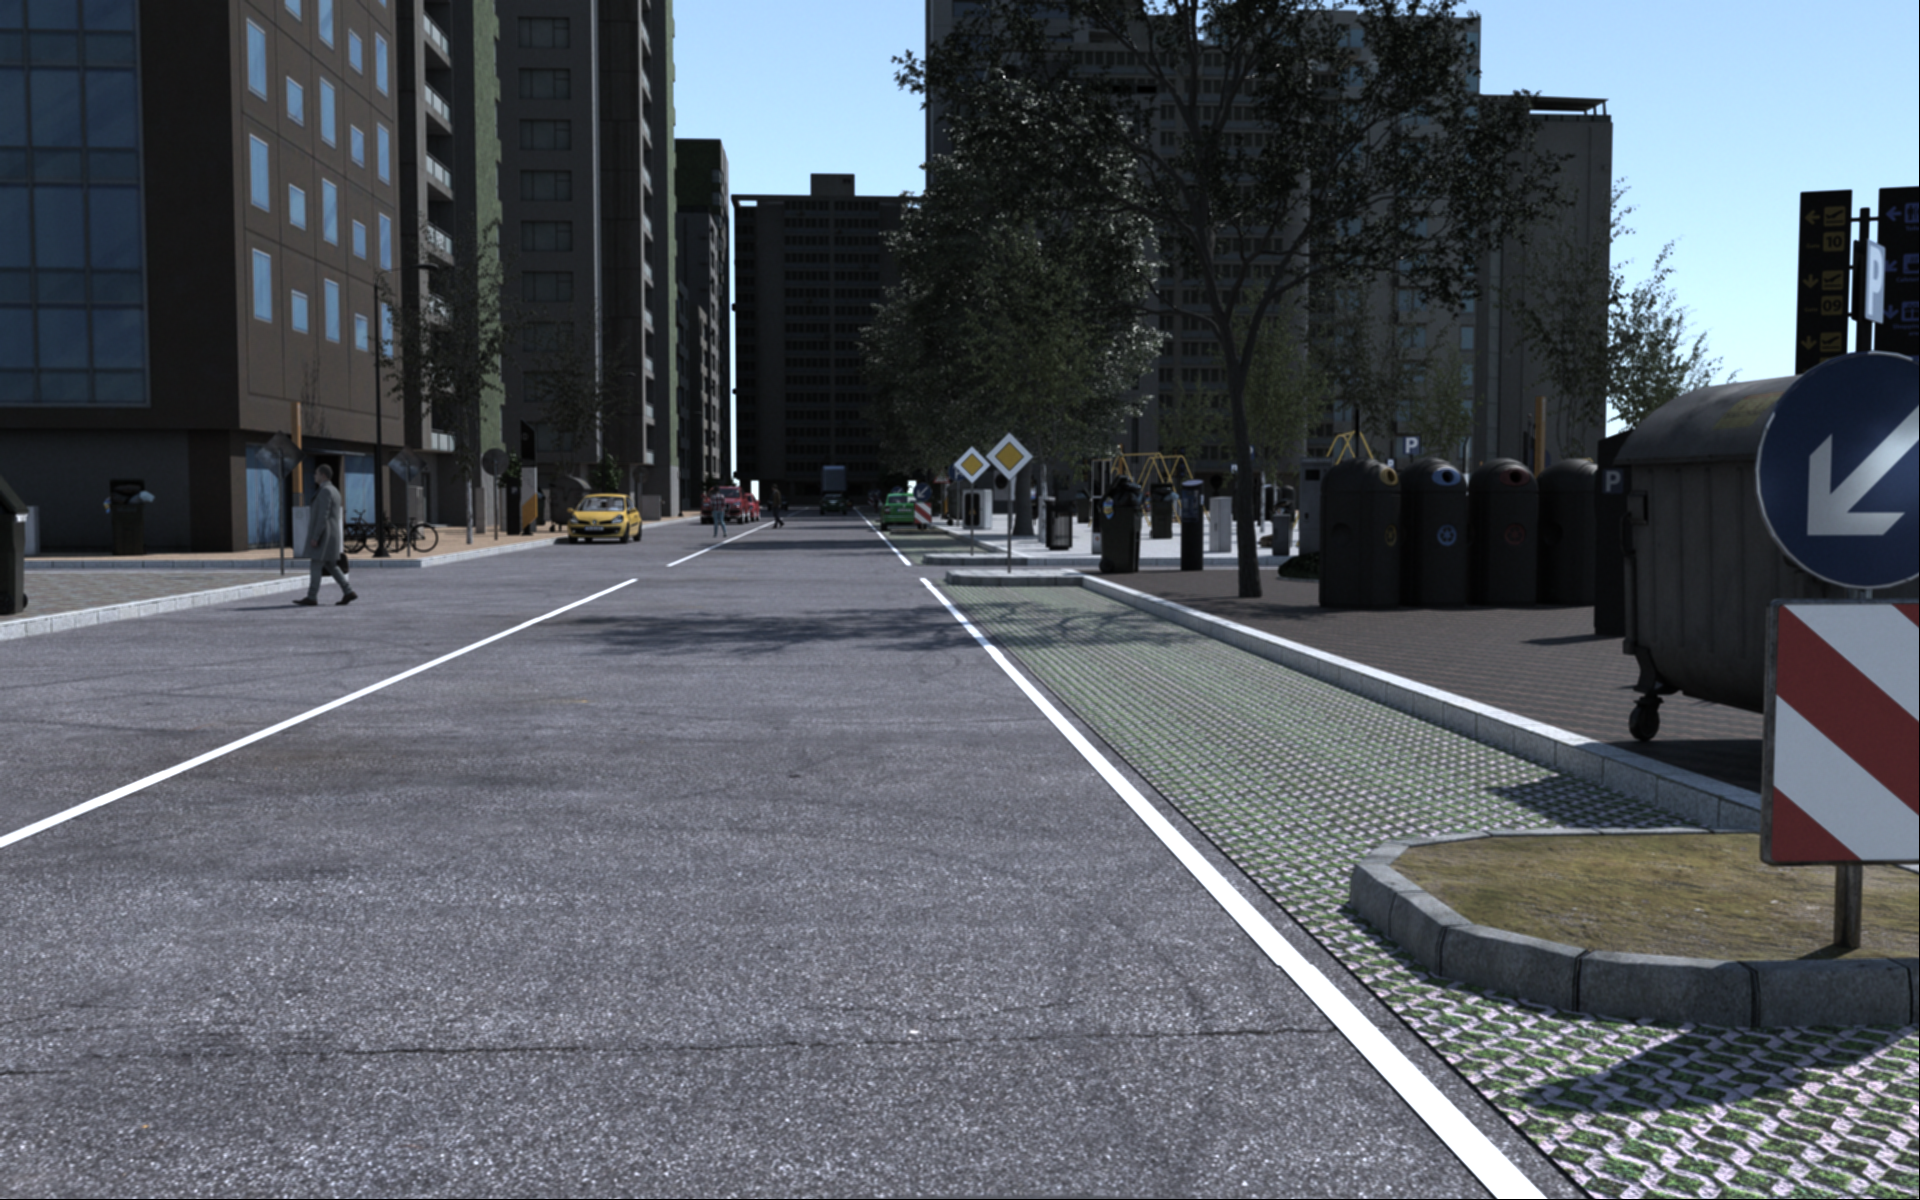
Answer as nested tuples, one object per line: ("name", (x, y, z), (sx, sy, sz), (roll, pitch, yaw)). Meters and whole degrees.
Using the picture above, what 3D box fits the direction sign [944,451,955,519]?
("direction sign", (-0.551, -6.019, 90.403), (0.379, 3.537, 0.876), (-3, 5, -41))

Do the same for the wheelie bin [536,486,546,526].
("wheelie bin", (-17.276, -3.822, 70.392), (0.980, 1.594, 0.693), (2, 4, 34))

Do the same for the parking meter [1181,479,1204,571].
("parking meter", (3.901, -1.265, 29.089), (0.372, 1.533, 0.369), (0, 3, 0))

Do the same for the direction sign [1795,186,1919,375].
("direction sign", (6.715, -1.281, 12.949), (0.876, 3.537, 0.379), (1, 4, 18))

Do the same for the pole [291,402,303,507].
("pole", (-14.758, -2.735, 38.566), (0.158, 3.312, 0.155), (0, 3, 0))

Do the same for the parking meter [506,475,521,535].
("parking meter", (-13.991, -2.970, 54.275), (0.399, 1.863, 0.255), (-3, 4, -37))

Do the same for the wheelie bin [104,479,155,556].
("wheelie bin", (-17.338, -1.728, 36.164), (0.980, 1.594, 0.693), (-2, 4, -23))

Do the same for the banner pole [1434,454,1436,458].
("banner pole", (29.473, -7.242, 108.423), (0.863, 3.779, 0.401), (2, 4, 26))

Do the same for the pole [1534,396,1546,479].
("pole", (12.118, -2.592, 36.223), (0.158, 3.312, 0.155), (0, 3, 0))

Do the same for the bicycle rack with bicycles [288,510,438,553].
("bicycle rack with bicycles", (-13.029, -1.525, 38.311), (2.925, 0.926, 2.852), (0, 4, -4))

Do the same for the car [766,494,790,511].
("car", (-15.581, -8.457, 148.050), (2.009, 1.686, 4.222), (0, 4, -6))

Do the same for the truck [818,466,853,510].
("truck", (-11.348, -10.309, 158.309), (2.967, 4.110, 18.799), (0, 4, -6))

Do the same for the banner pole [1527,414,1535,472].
("banner pole", (18.000, -3.931, 54.291), (0.401, 3.779, 0.863), (-2, 4, -31))

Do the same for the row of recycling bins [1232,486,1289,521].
("row of recycling bins", (14.701, -4.670, 83.471), (3.534, 1.692, 1.069), (-2, 4, -29))

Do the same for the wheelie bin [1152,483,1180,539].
("wheelie bin", (5.834, -2.566, 49.869), (0.980, 1.594, 0.693), (0, 4, 3))

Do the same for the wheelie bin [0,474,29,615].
("wheelie bin", (-10.381, -0.647, 18.489), (0.693, 1.594, 0.980), (-1, 4, -17))

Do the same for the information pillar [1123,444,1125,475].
("information pillar", (7.597, -5.460, 80.631), (0.183, 3.616, 0.504), (0, 4, -3))

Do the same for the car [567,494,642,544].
("car", (-10.495, -2.508, 51.235), (2.015, 1.641, 3.980), (0, 4, -2))

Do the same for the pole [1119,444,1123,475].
("pole", (6.486, -4.654, 69.933), (0.158, 3.312, 0.155), (0, 3, 0))

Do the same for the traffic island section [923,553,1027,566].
("traffic island section", (0.270, -0.842, 36.043), (2.009, 0.180, 2.903), (0, 4, -4))

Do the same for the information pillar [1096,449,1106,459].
("information pillar", (6.840, -5.674, 84.122), (0.504, 3.616, 0.183), (-1, 4, -12))

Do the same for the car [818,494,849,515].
("car", (-8.757, -6.619, 120.024), (2.131, 1.459, 4.920), (0, 4, -3))

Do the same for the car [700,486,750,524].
("car", (-11.307, -4.582, 83.596), (2.281, 1.827, 5.304), (0, 4, -2))

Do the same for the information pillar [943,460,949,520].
("information pillar", (-0.656, -5.814, 86.420), (0.183, 3.616, 0.504), (-1, 4, -20))

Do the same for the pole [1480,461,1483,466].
("pole", (32.374, -6.962, 107.671), (0.158, 3.312, 0.155), (0, 3, 0))

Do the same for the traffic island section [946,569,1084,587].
("traffic island section", (0.818, -0.354, 28.077), (2.009, 0.180, 2.903), (0, 4, -4))

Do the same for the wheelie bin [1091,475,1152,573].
("wheelie bin", (2.647, -1.247, 28.294), (0.693, 1.594, 0.980), (1, 4, 19))

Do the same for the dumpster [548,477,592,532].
("dumpster", (-13.339, -3.268, 59.188), (1.264, 1.857, 1.865), (0, 4, -4))

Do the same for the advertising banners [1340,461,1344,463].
("advertising banners", (20.375, -5.772, 90.568), (0.090, 3.025, 2.074), (-1, 4, -18))

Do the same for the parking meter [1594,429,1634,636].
("parking meter", (5.998, -0.614, 15.754), (0.255, 1.863, 0.399), (-2, 4, -31))

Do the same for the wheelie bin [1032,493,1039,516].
("wheelie bin", (4.278, -5.669, 100.598), (0.693, 1.594, 0.980), (0, 4, -4))

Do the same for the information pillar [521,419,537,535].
("information pillar", (-13.371, -3.812, 53.682), (0.504, 3.616, 0.183), (1, 4, 12))

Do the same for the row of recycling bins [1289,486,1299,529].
("row of recycling bins", (13.692, -3.356, 61.978), (3.534, 1.692, 1.069), (-1, 4, -21))

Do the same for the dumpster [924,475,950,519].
("dumpster", (-1.262, -5.278, 88.790), (1.502, 2.255, 1.985), (0, 4, -4))

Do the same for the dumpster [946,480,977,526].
("dumpster", (0.098, -3.982, 70.860), (1.264, 1.857, 1.865), (0, 4, -4))

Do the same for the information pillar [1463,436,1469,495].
("information pillar", (20.457, -4.813, 70.052), (0.183, 3.616, 0.504), (2, 4, 34))

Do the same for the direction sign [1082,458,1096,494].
("direction sign", (8.027, -7.068, 107.565), (0.876, 3.537, 0.379), (1, 4, 18))

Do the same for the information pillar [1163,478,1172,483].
("information pillar", (9.540, -4.595, 79.616), (0.304, 2.012, 0.304), (-3, 5, -43))

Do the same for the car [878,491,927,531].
("car", (-2.256, -3.646, 68.405), (1.959, 1.807, 4.718), (0, 4, -3))

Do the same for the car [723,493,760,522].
("car", (-11.449, -4.964, 90.199), (2.155, 1.783, 4.494), (0, 4, -2))

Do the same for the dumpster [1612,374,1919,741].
("dumpster", (4.111, -0.155, 8.288), (1.264, 1.857, 1.865), (0, 4, -4))

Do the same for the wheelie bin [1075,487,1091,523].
("wheelie bin", (5.464, -4.198, 76.549), (0.693, 1.594, 0.980), (1, 4, 11))

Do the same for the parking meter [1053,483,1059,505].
("parking meter", (5.148, -5.353, 93.239), (0.255, 1.863, 0.399), (-1, 4, -8))

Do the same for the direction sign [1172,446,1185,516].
("direction sign", (10.421, -5.540, 82.578), (0.379, 3.537, 0.876), (-2, 4, -33))

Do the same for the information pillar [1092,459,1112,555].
("information pillar", (3.007, -1.977, 36.822), (0.304, 2.012, 0.304), (3, 5, 40))
